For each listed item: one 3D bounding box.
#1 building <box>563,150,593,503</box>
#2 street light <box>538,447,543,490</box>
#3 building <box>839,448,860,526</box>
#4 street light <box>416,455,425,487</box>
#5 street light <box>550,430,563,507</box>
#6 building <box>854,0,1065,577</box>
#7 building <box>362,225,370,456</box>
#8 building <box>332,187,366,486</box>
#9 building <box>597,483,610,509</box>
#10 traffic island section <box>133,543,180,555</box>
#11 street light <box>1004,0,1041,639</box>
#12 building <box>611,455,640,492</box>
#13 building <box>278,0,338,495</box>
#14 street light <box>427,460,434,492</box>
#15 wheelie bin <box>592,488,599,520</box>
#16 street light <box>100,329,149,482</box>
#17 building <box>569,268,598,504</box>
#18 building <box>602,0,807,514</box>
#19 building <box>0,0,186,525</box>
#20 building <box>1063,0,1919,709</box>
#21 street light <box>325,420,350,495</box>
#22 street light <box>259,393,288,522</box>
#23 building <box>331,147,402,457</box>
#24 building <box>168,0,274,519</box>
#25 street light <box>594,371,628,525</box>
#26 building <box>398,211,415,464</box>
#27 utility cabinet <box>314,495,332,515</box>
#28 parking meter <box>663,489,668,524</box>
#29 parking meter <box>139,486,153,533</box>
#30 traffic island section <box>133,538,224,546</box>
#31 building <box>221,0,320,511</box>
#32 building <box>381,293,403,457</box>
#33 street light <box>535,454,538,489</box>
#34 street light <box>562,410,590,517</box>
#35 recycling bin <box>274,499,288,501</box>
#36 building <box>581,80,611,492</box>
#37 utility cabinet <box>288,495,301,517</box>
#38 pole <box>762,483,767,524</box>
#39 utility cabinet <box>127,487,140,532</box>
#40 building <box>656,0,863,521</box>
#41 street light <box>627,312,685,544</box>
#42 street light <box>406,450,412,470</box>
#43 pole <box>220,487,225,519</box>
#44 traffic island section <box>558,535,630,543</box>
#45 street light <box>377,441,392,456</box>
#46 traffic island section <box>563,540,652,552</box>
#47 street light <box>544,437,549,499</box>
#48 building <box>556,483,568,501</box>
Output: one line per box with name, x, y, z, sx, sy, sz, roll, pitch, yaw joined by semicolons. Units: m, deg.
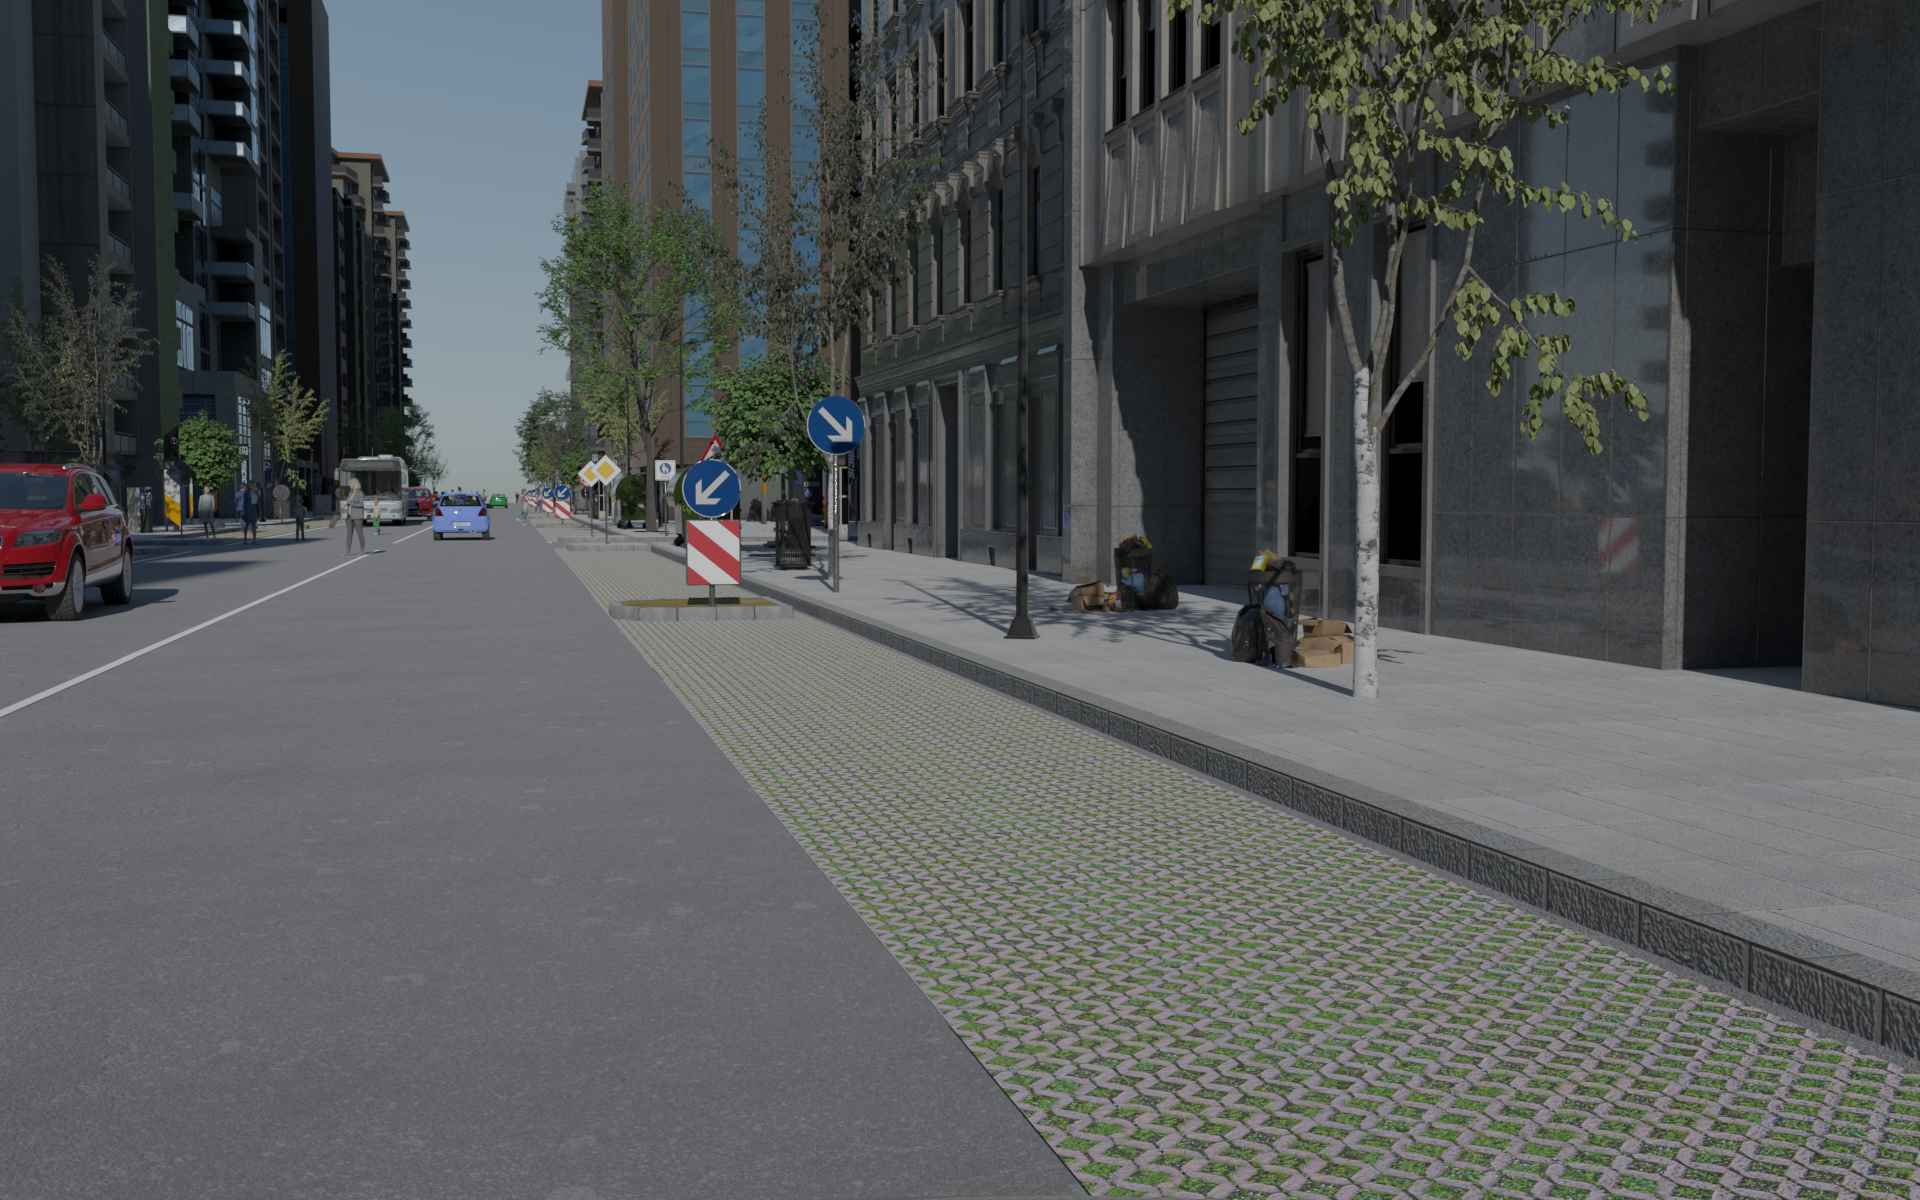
building;-44.024;-38.183;243.902;23.786;49.044;30.456;-1;4;-15
street light;-40.272;-12.041;169.409;1.470;5.913;1.316;-1;4;-15
building;9.544;-25.368;69.392;28.867;44.769;22.147;-1;4;-15
street light;-63.993;-14.158;204.019;1.470;5.913;1.316;-1;4;-15
street light;-28.697;-9.325;125.004;1.470;5.913;1.316;-1;4;-15
building;4.271;-11.338;34.530;9.793;20.994;18.267;-1;4;-15
building;-67.529;-24.619;174.214;14.160;30.474;14.107;-1;4;-15
building;-63.674;-23.790;160.665;14.160;30.474;14.107;-1;4;-15
building;-17.058;-28.597;159.436;32.217;40.220;23.993;-1;4;-15
traffic island section;-20.094;-1.172;41.449;2.009;0.180;2.903;-1;4;-15
street light;0.029;-2.605;15.133;1.470;5.913;1.316;-1;4;-15
building;-12.518;-41.358;114.452;20.563;71.187;20.611;-1;4;-15
building;-60.614;-30.299;145.507;14.600;45.320;14.200;-1;4;-15
street light;-71.855;-15.998;234.101;1.470;5.913;1.316;-1;4;-15
wheelie bin;-18.174;-4.855;87.285;0.693;1.594;0.980;-1;4;-10
street light;-23.492;-4.659;48.713;1.470;5.913;1.316;-1;4;-15
building;-42.666;-27.498;221.297;14.160;30.474;14.107;-1;4;-15
building;-20.927;-29.843;138.049;14.600;45.320;14.200;-1;4;-15
building;-38.928;-23.398;66.145;14.154;41.232;14.086;-1;4;-15
building;9.800;-12.118;16.152;12.078;24.808;19.932;-1;4;-15
street light;-39.105;-8.317;108.518;1.470;5.913;1.316;-1;4;-15
street light;-31.400;-6.525;79.228;1.470;5.913;1.316;-1;4;-15
building;-82.408;-34.270;214.931;22.147;44.769;28.867;-1;4;-15
building;-52.682;-48.196;100.684;22.319;86.520;31.000;-1;4;-15
street light;-12.990;-5.654;64.991;1.470;5.913;1.316;-1;4;-15
building;-93.285;-36.868;257.410;22.147;44.769;28.867;-1;4;-15
utility cabinet;-38.928;-5.786;105.766;1.020;1.237;0.306;-3;5;-44
parking meter;-12.920;-4.106;75.551;0.372;1.533;0.369;0;3;0
parking meter;-26.711;-2.962;56.839;0.372;1.533;0.369;0;3;0
traffic island section;-22.112;-1.645;49.176;2.009;0.180;2.903;-1;4;-15
building;-59.055;-42.128;127.053;20.563;71.187;20.611;-1;4;-15
building;-84.466;-28.512;237.871;14.160;30.474;14.107;-1;4;-15
street light;-47.904;-13.833;198.717;1.470;5.913;1.316;-1;4;-15
street light;-20.942;-7.512;95.365;1.470;5.913;1.316;-1;4;-15
recycling bin;-38.512;-5.229;98.049;0.722;1.027;0.722;-3;5;-41
building;-28.639;-32.410;184.531;22.147;44.769;28.867;-1;4;-15
utility cabinet;-36.520;-5.136;95.132;1.020;1.237;0.306;3;5;44
pole;-8.293;-4.859;73.291;0.158;3.312;0.155;0;3;0
utility cabinet;-27.839;-3.053;58.600;0.318;1.500;1.173;-3;5;-39
building;-9.678;-26.891;89.775;14.600;45.320;14.200;-1;4;-15
street light;-7.708;-4.404;44.542;1.470;5.913;1.316;-1;4;-15
street light;-58.346;-12.817;182.094;1.470;5.913;1.316;-1;4;-15
pole;-37.646;-5.780;88.347;0.158;3.312;0.155;0;3;0
traffic island section;-11.039;-1.821;52.053;2.009;0.180;2.903;-1;4;-15
street light;-50.557;-10.987;152.182;1.470;5.913;1.316;-1;4;-15
traffic island section;-9.021;-1.348;44.326;2.009;0.180;2.903;-1;4;-15
street light;-32.690;-10.248;140.087;1.470;5.913;1.316;-1;4;-15
building;-47.087;-35.488;272.105;32.217;40.220;23.993;-1;4;-15
